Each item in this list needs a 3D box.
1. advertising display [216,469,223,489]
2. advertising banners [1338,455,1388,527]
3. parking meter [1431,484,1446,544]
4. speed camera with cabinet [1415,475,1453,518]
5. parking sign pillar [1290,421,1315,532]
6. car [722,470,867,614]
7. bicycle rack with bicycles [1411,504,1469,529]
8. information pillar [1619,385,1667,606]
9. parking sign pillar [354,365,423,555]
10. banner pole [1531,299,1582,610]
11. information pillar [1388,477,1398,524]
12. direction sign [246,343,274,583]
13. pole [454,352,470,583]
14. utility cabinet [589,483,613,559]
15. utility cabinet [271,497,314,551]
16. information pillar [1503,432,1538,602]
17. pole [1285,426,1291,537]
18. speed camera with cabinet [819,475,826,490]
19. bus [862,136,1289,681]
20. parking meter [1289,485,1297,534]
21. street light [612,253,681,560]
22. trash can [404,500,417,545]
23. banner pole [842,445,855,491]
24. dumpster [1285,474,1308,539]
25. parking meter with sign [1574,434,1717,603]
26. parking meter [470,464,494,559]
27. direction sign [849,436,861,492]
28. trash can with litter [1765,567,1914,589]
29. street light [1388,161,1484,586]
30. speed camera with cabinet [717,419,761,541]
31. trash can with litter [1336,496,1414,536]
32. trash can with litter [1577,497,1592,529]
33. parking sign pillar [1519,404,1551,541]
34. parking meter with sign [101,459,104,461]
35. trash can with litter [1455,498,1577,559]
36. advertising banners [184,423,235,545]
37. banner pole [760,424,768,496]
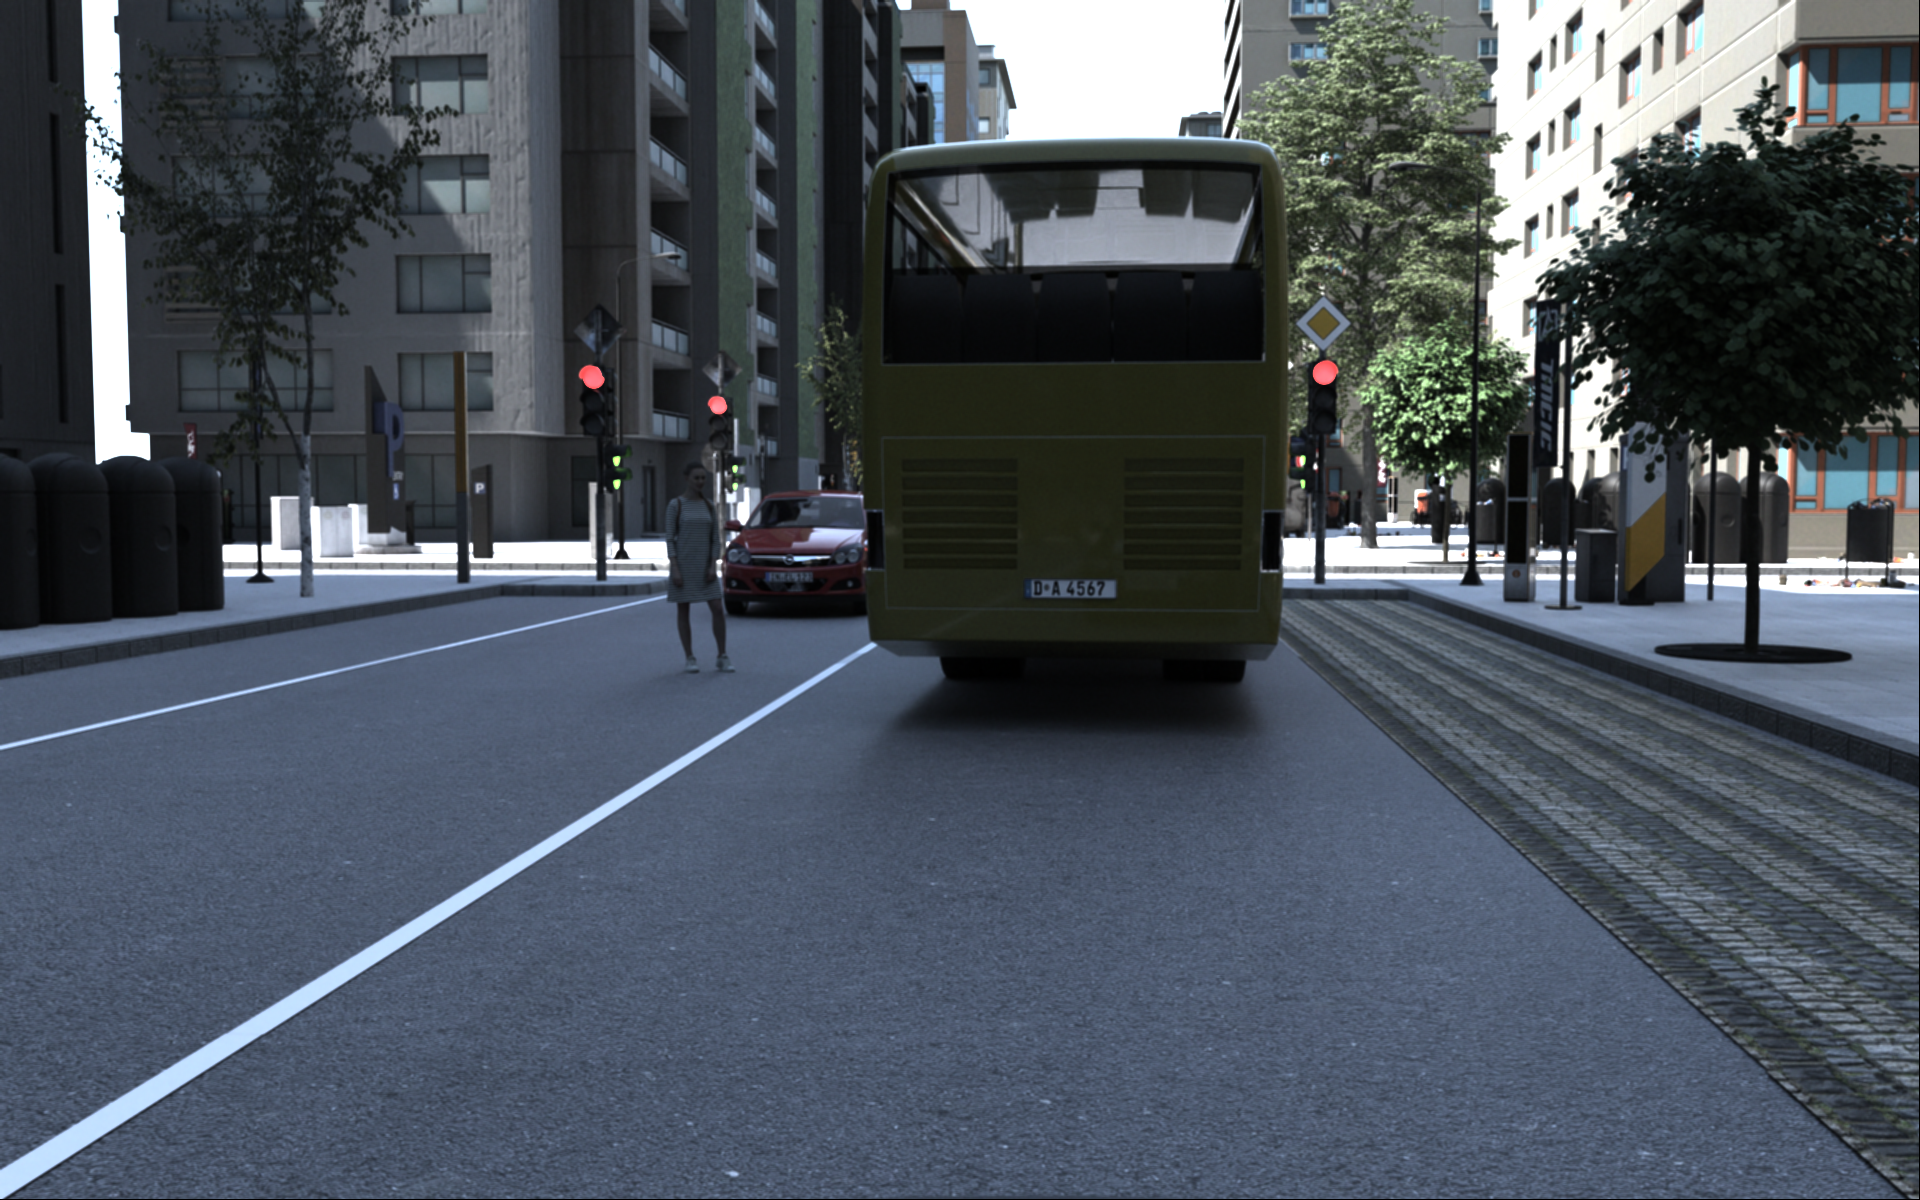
[{"bbox_3d":[-19.602,-2.422,44.818,0.974,1.923,0.123,-2,4,-27],"label":"advertising display"},{"bbox_3d":[15.905,-4.413,68.346,2.074,3.025,0.090,1,4,22],"label":"advertising banners"},{"bbox_3d":[12.400,-2.228,44.843,0.372,1.533,0.369,0,3,0],"label":"parking meter"},{"bbox_3d":[20.497,-4.923,74.834,2.038,3.252,0.660,-3,5,-41],"label":"speed camera with cabinet"},{"bbox_3d":[11.480,-4.309,58.920,1.447,3.967,1.447,-1,4,-22],"label":"parking sign pillar"},{"bbox_3d":[-1.843,-0.794,22.018,2.155,1.783,4.494,0,4,3],"label":"car"},{"bbox_3d":[18.214,-3.122,64.431,2.852,0.926,2.925,0,4,2],"label":"bicycle rack with bicycles"},{"bbox_3d":[7.893,-1.747,19.916,0.504,3.616,0.183,-1,4,-17],"label":"information pillar"},{"bbox_3d":[-12.257,-2.967,36.977,1.447,3.967,1.447,0,4,0],"label":"parking sign pillar"},{"bbox_3d":[6.685,-1.802,19.480,0.401,3.779,0.863,-1,4,-16],"label":"banner pole"},{"bbox_3d":[18.568,-4.268,74.273,0.304,2.012,0.304,-2,4,-31],"label":"information pillar"},{"bbox_3d":[-10.176,-2.023,25.080,0.379,3.537,0.876,-2,4,-31],"label":"direction sign"},{"bbox_3d":[-7.170,-1.902,24.937,0.158,3.312,0.155,0,3,0],"label":"pole"},{"bbox_3d":[-7.046,-1.554,34.085,0.318,1.500,1.173,0,4,-4],"label":"utility cabinet"},{"bbox_3d":[-15.195,-1.732,39.484,0.306,1.237,1.020,2,4,25],"label":"utility cabinet"},{"bbox_3d":[6.691,-0.988,20.654,0.304,2.012,0.304,2,4,34],"label":"information pillar"},{"bbox_3d":[9.690,-3.522,51.425,0.158,3.312,0.155,0,3,0],"label":"pole"},{"bbox_3d":[-7.247,-5.569,85.390,0.660,3.252,2.038,1,4,19],"label":"speed camera with cabinet"},{"bbox_3d":[1.371,-1.509,16.213,2.896,3.916,12.252,0,4,7],"label":"bus"},{"bbox_3d":[10.757,-3.100,56.402,0.399,1.863,0.255,1,4,18],"label":"parking meter"},{"bbox_3d":[-6.055,-3.730,33.533,1.470,5.913,1.316,0,4,5],"label":"street light"},{"bbox_3d":[-12.658,-1.683,39.165,0.748,1.137,0.748,0,3,0],"label":"trash can"},{"bbox_3d":[-4.904,-5.330,77.166,0.863,3.779,0.401,-3,4,-39],"label":"banner pole"},{"bbox_3d":[9.429,-2.725,50.308,1.264,1.857,1.865,0,4,5],"label":"dumpster"},{"bbox_3d":[8.242,-1.491,20.647,1.738,3.016,0.543,-1,4,-11],"label":"parking meter with sign"},{"bbox_3d":[-9.470,-1.748,34.297,0.399,1.863,0.255,0,4,5],"label":"parking meter"},{"bbox_3d":[-3.915,-4.653,68.068,0.876,3.537,0.379,1,4,8],"label":"direction sign"},{"bbox_3d":[12.185,-0.799,24.117,2.233,1.210,1.678,1,4,18],"label":"trash can with litter"},{"bbox_3d":[6.683,-3.167,24.317,1.470,5.913,1.316,0,4,5],"label":"street light"},{"bbox_3d":[-5.902,-3.174,46.224,0.660,3.252,2.038,1,4,11],"label":"speed camera with cabinet"},{"bbox_3d":[12.683,-2.556,52.844,2.233,1.210,1.678,1,4,20],"label":"trash can with litter"},{"bbox_3d":[14.232,-1.812,40.690,2.233,1.210,1.678,-1,4,-22],"label":"trash can with litter"},{"bbox_3d":[15.948,-3.657,48.265,1.447,3.967,1.447,-1,4,-10],"label":"parking sign pillar"},{"bbox_3d":[-43.862,-5.586,87.586,1.738,3.016,0.543,1,4,13],"label":"parking meter with sign"},{"bbox_3d":[10.980,-1.460,34.923,2.233,1.210,1.678,0,4,3],"label":"trash can with litter"},{"bbox_3d":[-18.821,-2.889,43.424,0.090,3.025,2.074,1,4,8],"label":"advertising banners"},{"bbox_3d":[-7.013,-4.406,62.051,0.401,3.779,0.863,-2,4,-28],"label":"banner pole"}]
